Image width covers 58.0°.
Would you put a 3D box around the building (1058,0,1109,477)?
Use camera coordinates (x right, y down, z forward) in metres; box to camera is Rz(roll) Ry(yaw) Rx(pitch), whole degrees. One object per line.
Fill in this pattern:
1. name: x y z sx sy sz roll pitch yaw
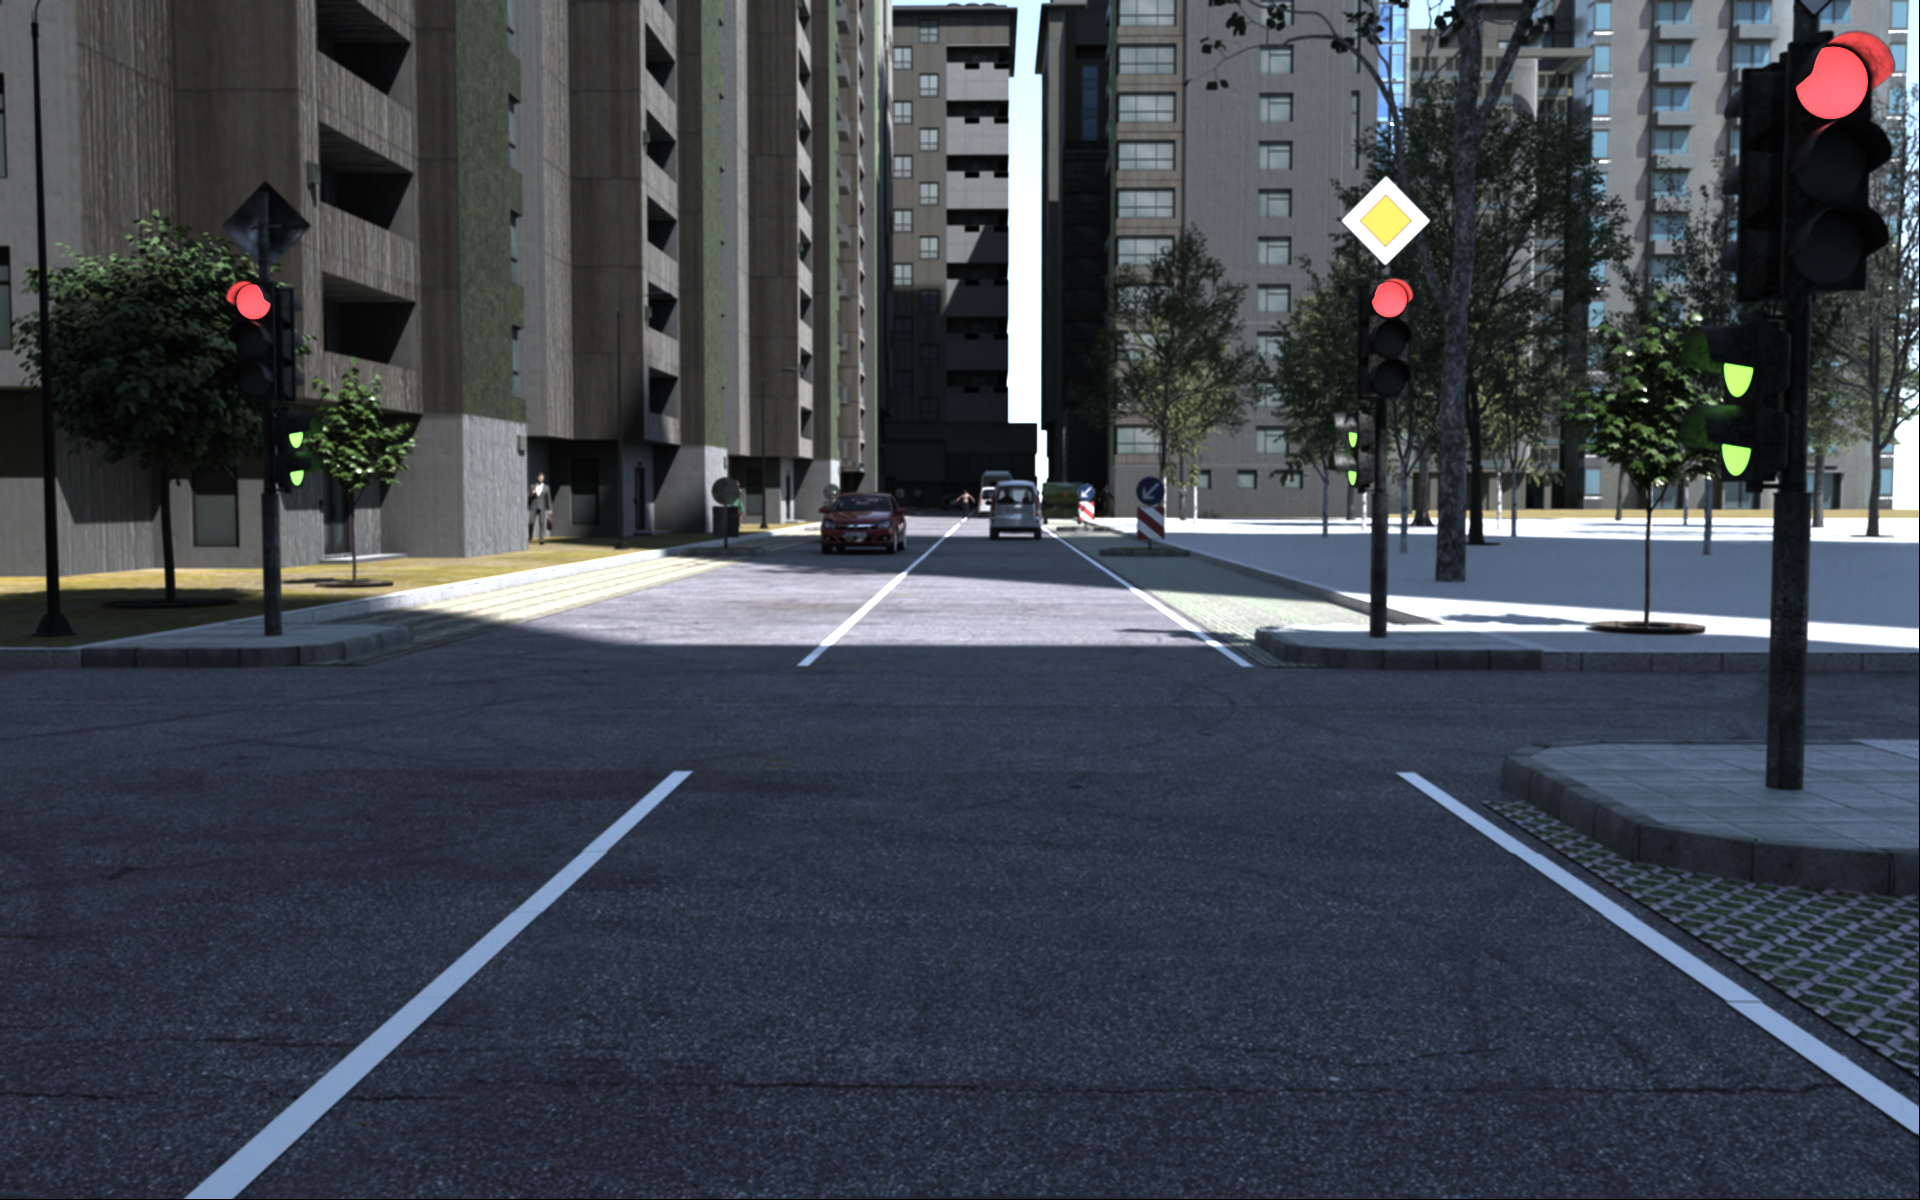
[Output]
1. building: 16.158 -31.086 158.372 14.600 45.320 14.200 0 4 1

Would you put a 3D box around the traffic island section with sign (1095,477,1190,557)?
1. traffic island section with sign: 4.251 -1.933 40.240 1.989 1.847 2.006 0 4 1

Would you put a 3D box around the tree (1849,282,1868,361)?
1. tree: 19.669 -5.583 41.652 4.360 8.622 3.978 0 3 0

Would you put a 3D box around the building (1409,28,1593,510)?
1. building: 37.539 -28.051 150.512 23.993 40.220 32.217 0 4 1

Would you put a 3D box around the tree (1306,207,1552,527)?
1. tree: 18.500 -9.265 68.497 9.611 12.733 9.660 0 3 0

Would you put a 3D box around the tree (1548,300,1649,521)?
1. tree: 31.943 -9.075 82.782 7.601 10.594 8.767 0 4 2

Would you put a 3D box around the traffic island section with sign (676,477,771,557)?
1. traffic island section with sign: -5.466 -1.940 40.345 1.989 1.847 2.006 0 4 1

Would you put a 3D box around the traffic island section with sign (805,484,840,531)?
1. traffic island section with sign: -4.960 -3.597 67.439 1.989 1.847 2.006 0 4 1

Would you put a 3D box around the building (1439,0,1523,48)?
1. building: 65.131 -36.523 186.387 27.495 52.752 28.713 0 4 1

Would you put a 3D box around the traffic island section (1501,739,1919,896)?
1. traffic island section: 3.627 0.899 7.574 2.009 0.180 2.903 0 4 1

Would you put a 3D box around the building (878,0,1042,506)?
1. building: -5.514 -36.674 188.865 27.495 52.752 28.713 0 4 1

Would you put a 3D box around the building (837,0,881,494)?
1. building: -13.463 -27.258 129.267 14.154 41.232 14.086 0 4 1

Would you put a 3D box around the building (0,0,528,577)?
1. building: -17.008 -15.916 31.926 14.160 30.474 14.107 0 4 1

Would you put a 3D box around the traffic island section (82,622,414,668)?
1. traffic island section: -6.261 0.399 15.752 2.009 0.180 2.903 0 4 1

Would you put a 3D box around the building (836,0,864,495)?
1. building: -18.462 -29.755 106.101 23.786 49.044 30.456 0 4 1

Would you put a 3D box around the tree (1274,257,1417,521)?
1. tree: 18.609 -10.091 83.111 7.486 12.596 7.792 0 3 0

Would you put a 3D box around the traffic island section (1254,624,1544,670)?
1. traffic island section: 3.778 0.411 15.558 2.009 0.180 2.903 0 4 1

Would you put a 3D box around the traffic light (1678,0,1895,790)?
1. traffic light: 3.587 -1.134 7.461 0.839 4.253 0.868 0 4 1

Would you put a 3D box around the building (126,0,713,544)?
1. building: -15.406 -17.264 53.966 14.160 30.474 14.107 0 4 1

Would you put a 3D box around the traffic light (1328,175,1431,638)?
1. traffic light: 3.738 -1.622 15.445 0.839 4.253 0.868 0 4 1

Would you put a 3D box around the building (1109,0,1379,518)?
1. building: 15.518 -25.411 99.069 14.154 41.232 14.086 0 4 1

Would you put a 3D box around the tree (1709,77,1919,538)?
1. tree: 27.333 -8.610 51.151 12.009 13.543 11.850 0 3 0

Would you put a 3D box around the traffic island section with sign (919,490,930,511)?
1. traffic island section with sign: -3.490 -8.306 144.437 1.989 1.847 2.006 0 4 1

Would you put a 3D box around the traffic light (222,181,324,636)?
1. traffic light: -6.221 -1.633 15.617 0.839 4.253 0.868 0 4 1

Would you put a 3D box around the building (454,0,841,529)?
1. building: -12.992 -18.655 76.705 14.160 30.474 14.107 0 4 1

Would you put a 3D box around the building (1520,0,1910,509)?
1. building: 65.347 -32.638 153.247 30.456 49.044 23.786 0 4 1

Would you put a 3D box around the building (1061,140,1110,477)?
1. building: 15.375 -22.796 144.421 14.160 30.474 14.107 0 4 1

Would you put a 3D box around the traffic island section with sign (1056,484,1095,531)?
1. traffic island section with sign: 4.762 -3.598 67.452 1.989 1.847 2.006 0 4 1

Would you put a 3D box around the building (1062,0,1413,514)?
1. building: 19.025 -49.386 120.126 22.319 86.520 31.000 0 4 1

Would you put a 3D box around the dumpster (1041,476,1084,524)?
1. dumpster: 4.817 -4.681 81.492 1.985 2.255 1.502 0 4 0

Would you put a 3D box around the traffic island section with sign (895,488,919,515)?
1. traffic island section with sign: -4.013 -6.658 117.487 1.989 1.847 2.006 0 4 1

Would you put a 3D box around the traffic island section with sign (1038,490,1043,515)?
1. traffic island section with sign: 5.717 -6.667 117.641 1.989 1.847 2.006 0 4 1

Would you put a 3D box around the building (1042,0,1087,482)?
1. building: 22.059 -36.557 186.948 27.495 52.752 28.713 0 4 1
